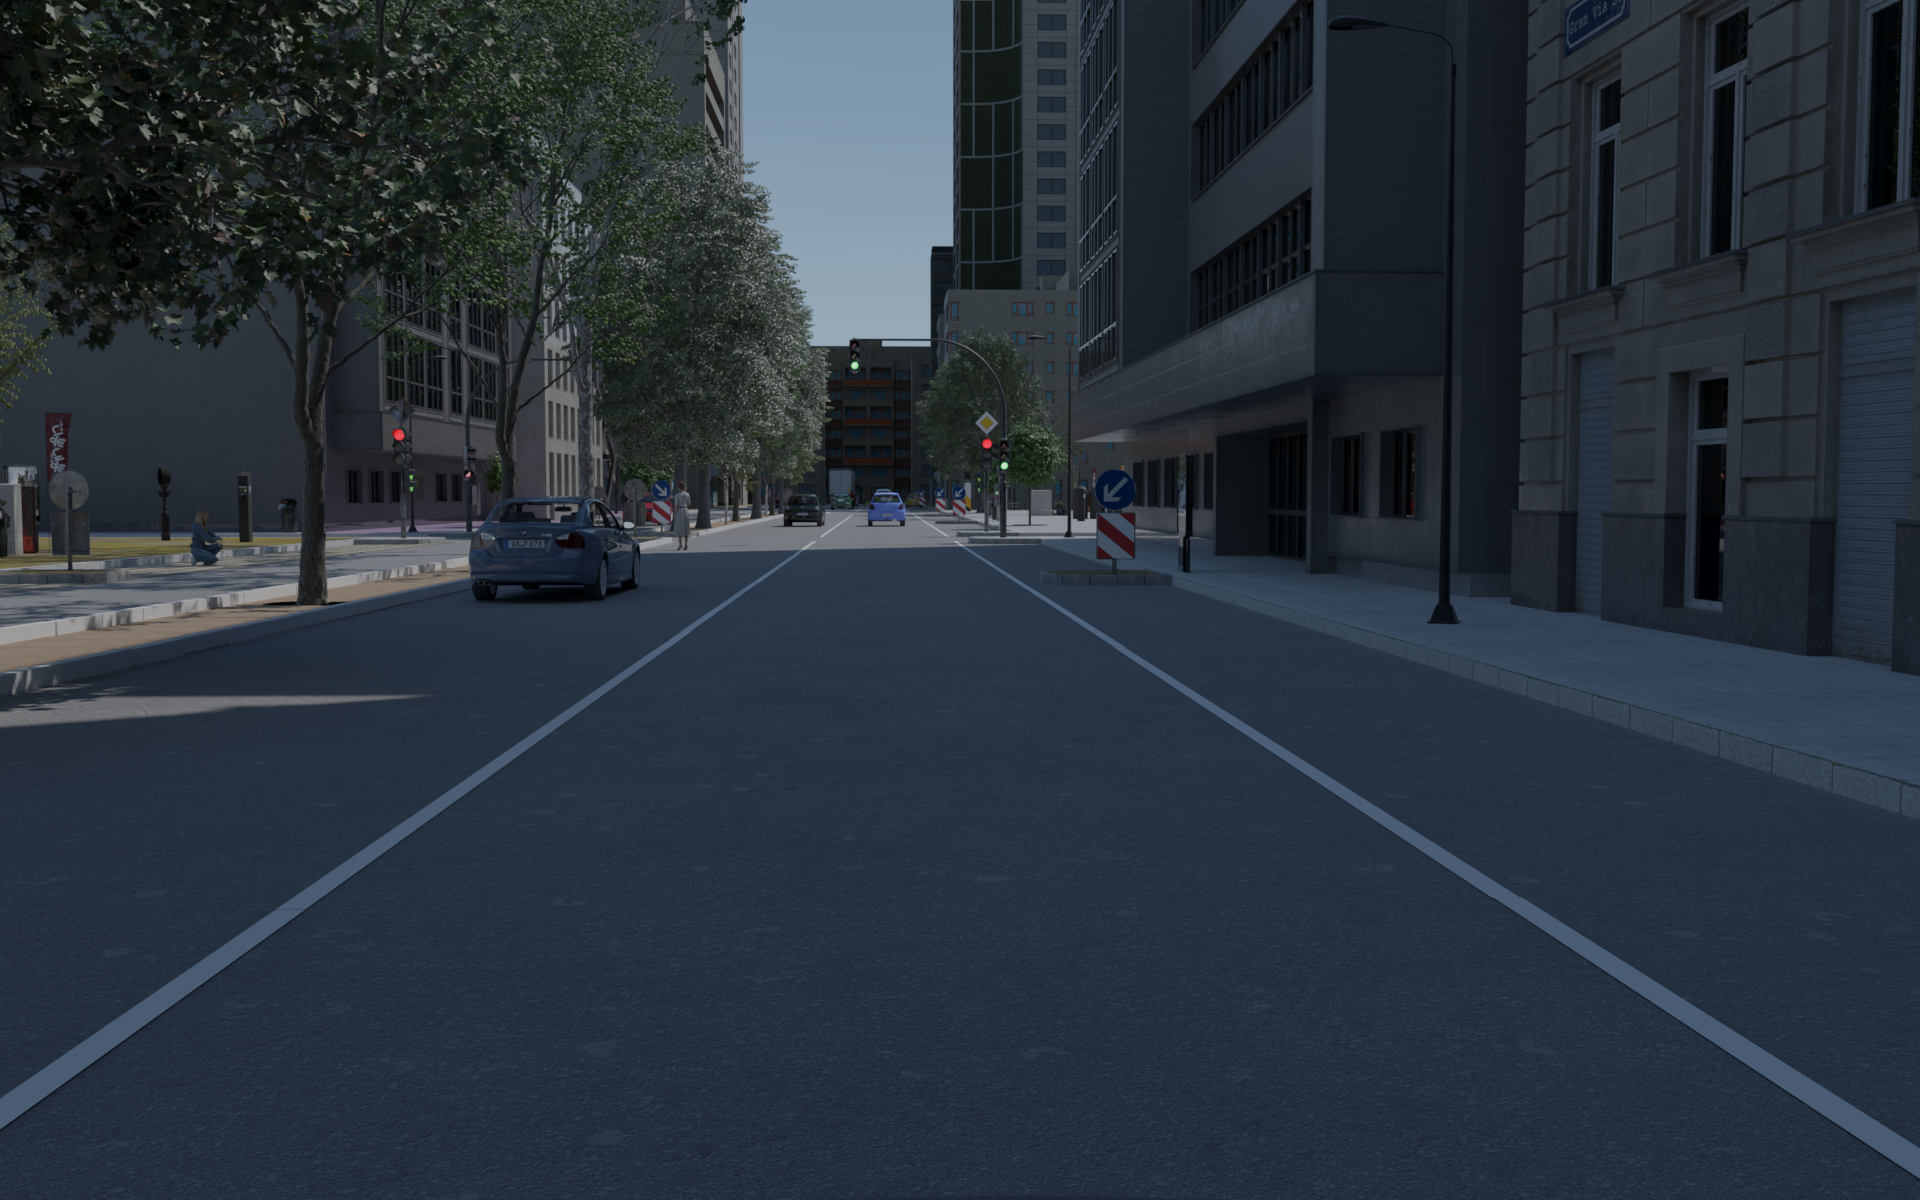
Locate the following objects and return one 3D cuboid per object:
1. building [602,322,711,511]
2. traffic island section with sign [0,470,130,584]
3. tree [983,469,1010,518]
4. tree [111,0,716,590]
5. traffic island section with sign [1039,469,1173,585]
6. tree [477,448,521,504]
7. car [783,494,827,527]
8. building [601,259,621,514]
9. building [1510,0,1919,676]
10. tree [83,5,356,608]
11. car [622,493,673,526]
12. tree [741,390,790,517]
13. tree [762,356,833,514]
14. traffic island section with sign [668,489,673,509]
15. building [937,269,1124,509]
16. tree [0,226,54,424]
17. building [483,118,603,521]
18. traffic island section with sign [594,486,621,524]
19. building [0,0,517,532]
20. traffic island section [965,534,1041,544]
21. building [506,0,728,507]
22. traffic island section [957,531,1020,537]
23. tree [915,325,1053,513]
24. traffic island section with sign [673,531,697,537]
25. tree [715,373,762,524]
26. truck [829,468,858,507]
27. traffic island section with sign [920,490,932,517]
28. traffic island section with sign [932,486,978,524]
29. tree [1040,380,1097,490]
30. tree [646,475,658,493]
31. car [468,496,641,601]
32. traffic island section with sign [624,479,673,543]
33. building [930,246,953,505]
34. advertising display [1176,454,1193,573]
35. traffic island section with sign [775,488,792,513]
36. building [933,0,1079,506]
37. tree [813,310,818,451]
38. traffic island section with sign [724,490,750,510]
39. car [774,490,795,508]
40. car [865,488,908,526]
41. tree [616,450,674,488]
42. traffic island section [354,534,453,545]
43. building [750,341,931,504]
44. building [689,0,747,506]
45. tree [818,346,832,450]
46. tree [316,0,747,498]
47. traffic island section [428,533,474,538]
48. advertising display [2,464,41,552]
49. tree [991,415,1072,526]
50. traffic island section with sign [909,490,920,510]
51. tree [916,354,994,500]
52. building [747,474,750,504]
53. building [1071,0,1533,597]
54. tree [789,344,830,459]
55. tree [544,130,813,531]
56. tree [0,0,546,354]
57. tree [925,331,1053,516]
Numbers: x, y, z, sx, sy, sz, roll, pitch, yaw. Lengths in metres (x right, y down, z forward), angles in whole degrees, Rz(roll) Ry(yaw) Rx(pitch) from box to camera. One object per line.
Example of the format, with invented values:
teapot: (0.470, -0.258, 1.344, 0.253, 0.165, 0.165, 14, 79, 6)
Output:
building: (-36.534, -18.467, 146.971, 27.650, 21.520, 28.899, 0, 4, -3)
traffic island section with sign: (-14.831, -1.208, 28.377, 1.989, 1.847, 2.006, 0, 4, -3)
tree: (1.795, -6.035, 93.267, 1.663, 3.219, 1.824, 0, 3, 0)
tree: (-8.336, -6.337, 31.819, 9.928, 11.665, 9.643, 0, 3, 0)
traffic island section with sign: (2.312, -1.192, 28.120, 1.989, 1.847, 2.006, 0, 4, -3)
tree: (-19.080, -4.701, 71.460, 1.663, 3.219, 1.824, 0, 3, 0)
car: (-6.943, -4.133, 77.360, 2.009, 1.686, 4.222, 0, 4, -2)
building: (-29.884, -14.673, 107.350, 16.820, 18.784, 16.811, 0, 4, -3)
building: (12.572, -12.856, 7.461, 12.463, 27.353, 25.104, 0, 4, -3)
tree: (-8.211, -5.724, 21.805, 9.928, 11.665, 9.643, 0, 3, 0)
car: (-14.345, -4.318, 79.642, 2.155, 1.783, 4.494, 0, 4, -1)
tree: (-12.070, -9.473, 107.699, 4.360, 8.622, 3.978, 0, 3, 0)
tree: (-12.885, -12.416, 123.579, 7.486, 12.596, 7.792, 0, 3, 0)
traffic island section with sign: (-18.505, -6.202, 110.034, 1.989, 1.847, 2.006, 0, 4, -3)
building: (12.125, -19.360, 161.582, 27.650, 21.520, 28.899, 0, 4, -3)
tree: (-25.657, -5.810, 45.363, 4.737, 8.622, 4.395, 0, 3, 0)
building: (-25.366, -14.423, 90.559, 10.420, 20.320, 16.860, 0, 4, -3)
traffic island section with sign: (-17.273, -4.534, 82.755, 1.989, 1.847, 2.006, 0, 4, -3)
building: (-27.426, -16.872, 69.366, 14.314, 27.812, 24.014, 0, 4, -3)
traffic island section: (1.287, -1.754, 50.961, 2.009, 0.180, 2.903, 0, 4, -3)
building: (-34.783, -33.502, 171.452, 21.300, 48.544, 21.600, 0, 4, -3)
traffic island section: (0.927, -2.242, 58.938, 2.009, 0.180, 2.903, 0, 4, -3)
tree: (1.578, -12.286, 117.888, 9.611, 12.733, 9.660, 0, 3, 0)
traffic island section with sign: (-9.931, -3.057, 58.112, 2.006, 1.907, 1.989, 0, 4, -3)
tree: (-10.943, -7.838, 80.965, 4.737, 8.622, 4.395, 0, 3, 0)
truck: (-13.087, -12.558, 194.241, 2.839, 4.237, 11.283, 0, 4, -1)
traffic island section with sign: (-1.385, -6.227, 110.441, 1.989, 1.847, 2.006, 0, 4, -3)
traffic island section with sign: (-0.185, -4.580, 83.512, 1.989, 1.847, 2.006, 0, 4, -3)
tree: (7.035, -9.713, 109.168, 4.360, 8.622, 3.978, 0, 3, 0)
tree: (-21.982, -7.936, 124.355, 1.663, 3.219, 1.824, 0, 3, 0)
car: (-5.698, -0.771, 24.616, 2.014, 1.417, 4.499, 0, 4, -1)
traffic island section with sign: (-9.608, -2.604, 50.711, 2.006, 1.907, 1.989, 0, 4, -3)
building: (3.488, -26.379, 202.999, 14.160, 30.474, 14.107, 0, 4, -3)
advertising display: (3.698, -1.425, 28.516, 0.123, 1.923, 0.974, 0, 4, -2)
traffic island section with sign: (-13.322, -7.648, 133.174, 2.006, 1.907, 1.989, 0, 4, -3)
building: (7.664, -45.648, 184.600, 20.563, 71.187, 20.611, 0, 4, -3)
tree: (-10.672, -9.936, 71.572, 9.857, 13.997, 8.962, 0, 3, 0)
traffic island section with sign: (-20.764, -9.267, 160.145, 1.989, 1.847, 2.006, 0, 4, -3)
car: (-17.818, -10.316, 177.337, 2.281, 1.827, 5.304, 0, 4, -2)
car: (-3.313, -4.179, 77.910, 1.945, 1.707, 3.694, 0, 4, -3)
tree: (-23.009, -9.002, 130.896, 4.285, 4.588, 4.351, 0, 3, 0)
traffic island section: (-16.137, -1.707, 50.184, 2.009, 0.180, 2.903, 0, 4, -3)
building: (-12.177, -23.617, 231.173, 28.899, 21.520, 27.650, 0, 4, -3)
building: (-35.621, -46.421, 197.236, 20.611, 71.187, 20.563, 0, 4, -3)
tree: (-11.824, -11.674, 99.976, 9.857, 13.997, 8.962, 0, 3, 0)
tree: (-10.526, -11.308, 43.234, 12.611, 20.169, 13.585, 0, 3, 0)
traffic island section: (-16.497, -2.195, 58.161, 2.009, 0.180, 2.903, 0, 4, -3)
advertising display: (-20.586, -2.006, 38.017, 0.123, 1.923, 0.974, 1, 4, 11)
tree: (2.930, -5.323, 70.748, 4.285, 4.588, 4.351, 0, 3, 0)
traffic island section with sign: (-3.653, -9.294, 160.590, 1.989, 1.847, 2.006, 0, 4, -3)
tree: (-0.150, -13.582, 140.186, 7.486, 12.596, 7.792, 0, 3, 0)
building: (-42.122, -23.533, 229.805, 28.899, 21.520, 27.650, 0, 4, -3)
building: (10.980, -13.260, 35.870, 14.314, 24.678, 30.058, 0, 4, -3)
tree: (-11.512, -9.852, 89.289, 9.928, 11.665, 9.643, 0, 3, 0)
tree: (-10.070, -9.330, 61.651, 9.857, 13.997, 8.962, 0, 3, 0)
tree: (-8.141, -5.654, 11.915, 9.611, 12.733, 9.660, 0, 3, 0)
tree: (1.525, -10.118, 99.838, 8.767, 10.594, 7.601, 2, 4, 31)
